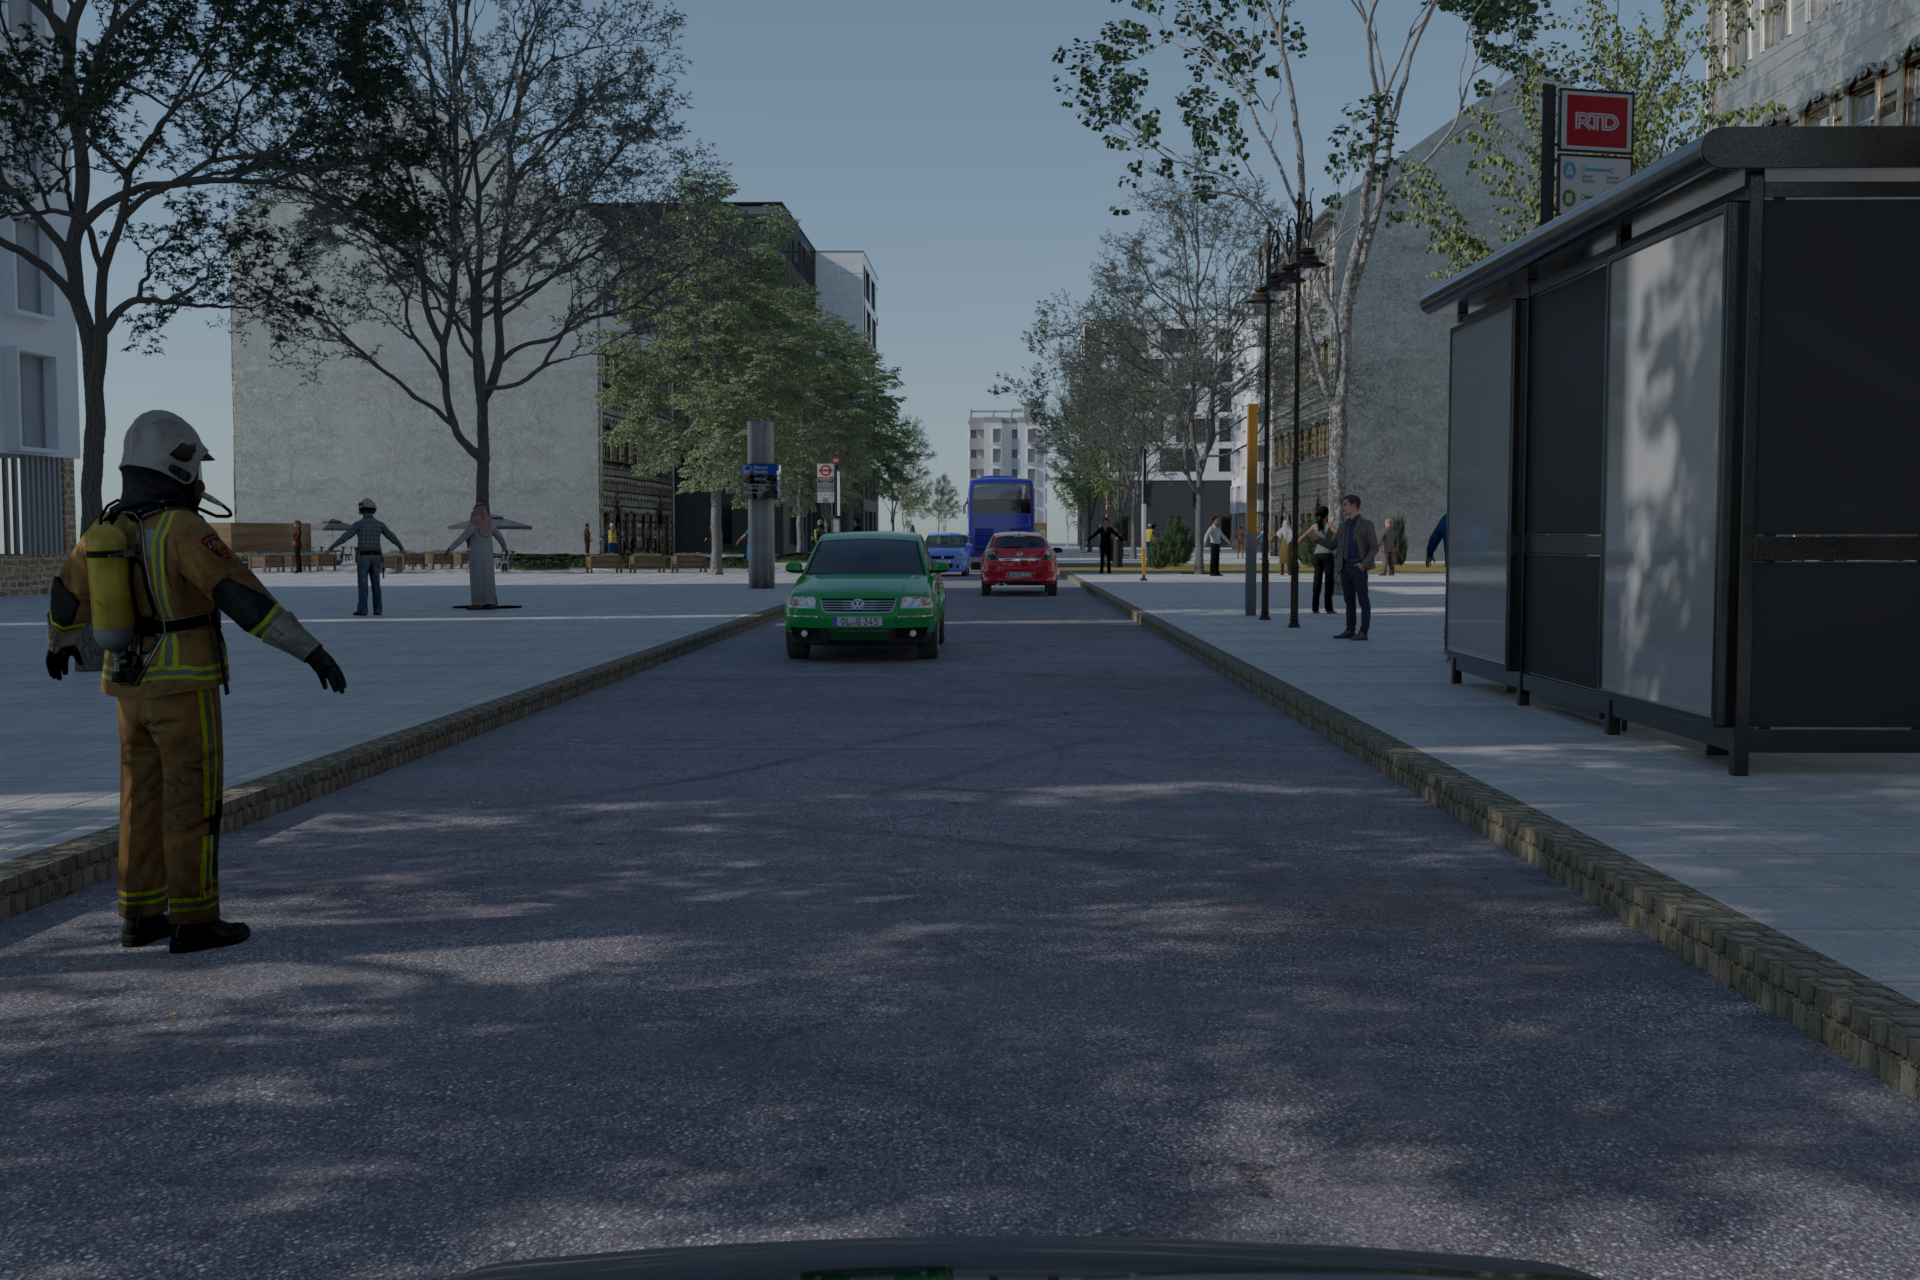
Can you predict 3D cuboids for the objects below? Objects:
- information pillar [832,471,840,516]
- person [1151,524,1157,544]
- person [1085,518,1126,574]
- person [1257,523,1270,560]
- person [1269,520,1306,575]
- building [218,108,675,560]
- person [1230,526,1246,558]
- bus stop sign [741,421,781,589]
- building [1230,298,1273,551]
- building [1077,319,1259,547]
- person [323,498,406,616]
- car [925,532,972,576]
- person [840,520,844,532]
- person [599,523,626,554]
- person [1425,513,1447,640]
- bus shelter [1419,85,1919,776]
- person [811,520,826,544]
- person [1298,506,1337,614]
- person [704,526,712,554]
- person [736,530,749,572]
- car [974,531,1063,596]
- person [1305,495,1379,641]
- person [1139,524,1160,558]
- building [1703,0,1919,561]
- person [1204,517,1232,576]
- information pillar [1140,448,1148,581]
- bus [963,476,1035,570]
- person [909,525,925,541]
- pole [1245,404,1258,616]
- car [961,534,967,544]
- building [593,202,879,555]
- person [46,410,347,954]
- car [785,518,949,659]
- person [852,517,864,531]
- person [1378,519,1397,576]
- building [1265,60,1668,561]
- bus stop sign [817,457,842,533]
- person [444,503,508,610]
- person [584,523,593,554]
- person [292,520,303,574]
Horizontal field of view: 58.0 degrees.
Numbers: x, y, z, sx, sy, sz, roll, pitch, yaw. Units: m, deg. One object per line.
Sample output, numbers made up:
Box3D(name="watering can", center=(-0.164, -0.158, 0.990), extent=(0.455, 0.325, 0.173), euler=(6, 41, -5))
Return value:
Box3D(name="information pillar", center=(-4.631, -4.485, 64.640), extent=(0.184, 3.620, 1.656), euler=(0, 4, 1))
Box3D(name="person", center=(10.501, -5.336, 93.387), extent=(0.704, 1.843, 1.345), euler=(1, 4, 11))
Box3D(name="person", center=(4.723, -3.062, 56.256), extent=(1.347, 1.806, 0.705), euler=(0, 4, 8))
Box3D(name="person", center=(14.994, -4.872, 85.519), extent=(0.705, 1.847, 1.347), euler=(-1, 4, -22))
Box3D(name="person", center=(10.239, -2.901, 54.204), extent=(1.217, 1.736, 0.721), euler=(2, 4, 32))
Box3D(name="building", center=(-26.792, -16.149, 94.971), extent=(19.493, 23.208, 18.063), euler=(0, 4, 2))
Box3D(name="person", center=(14.909, -5.203, 91.873), extent=(1.217, 1.733, 0.721), euler=(2, 4, 26))
Box3D(name="bus stop sign", center=(-4.667, -3.159, 40.672), extent=(0.837, 3.901, 0.837), euler=(0, 4, 0))
Box3D(name="building", center=(27.122, -17.320, 139.604), extent=(16.016, 20.090, 11.380), euler=(0, 4, 1))
Box3D(name="building", center=(26.139, -20.620, 181.103), extent=(27.936, 21.610, 32.646), euler=(0, 4, 1))
Box3D(name="person", center=(-9.356, -1.316, 27.354), extent=(1.345, 1.849, 0.704), euler=(-3, 5, -43))
Box3D(name="car", center=(-0.531, -3.089, 60.100), extent=(1.945, 1.707, 3.694), euler=(0, 4, 2))
Box3D(name="person", center=(-4.292, -3.355, 61.078), extent=(0.704, 1.802, 1.346), euler=(0, 4, 7))
Box3D(name="person", center=(-15.691, -4.390, 78.240), extent=(1.216, 1.772, 0.721), euler=(-1, 4, -20))
Box3D(name="person", center=(5.489, -0.796, 18.902), extent=(0.705, 1.842, 1.347), euler=(-2, 4, -25))
Box3D(name="bus shelter", center=(4.981, -2.179, 13.258), extent=(2.179, 5.291, 8.768), euler=(0, 4, 1))
Box3D(name="person", center=(-5.577, -3.898, 69.505), extent=(0.705, 1.856, 1.354), euler=(-3, 5, -44))
Box3D(name="person", center=(5.912, -1.296, 27.997), extent=(1.217, 1.737, 0.721), euler=(3, 4, 36))
Box3D(name="person", center=(-12.142, -4.749, 84.373), extent=(0.721, 1.740, 1.216), euler=(1, 4, 17))
Box3D(name="person", center=(-7.014, -3.207, 58.560), extent=(1.347, 1.817, 0.704), euler=(2, 4, 35))
Box3D(name="car", center=(1.413, -1.999, 41.720), extent=(2.155, 1.783, 4.494), euler=(0, 4, 1))
Box3D(name="person", center=(4.623, -0.881, 20.982), extent=(0.750, 1.759, 0.617), euler=(-1, 4, -16))
Box3D(name="person", center=(10.012, -5.213, 91.205), extent=(1.349, 1.833, 0.705), euler=(2, 4, 32))
Box3D(name="building", center=(27.566, -12.414, 33.906), extent=(19.493, 23.208, 18.063), euler=(0, 4, 1))
Box3D(name="person", center=(7.823, -2.860, 52.914), extent=(0.704, 1.810, 1.344), euler=(3, 5, 45))
Box3D(name="information pillar", center=(5.057, -3.441, 47.610), extent=(0.183, 3.616, 0.504), euler=(0, 4, 1))
Box3D(name="bus", center=(1.576, -4.917, 71.934), extent=(2.896, 3.916, 12.251), euler=(0, 3, 0))
Box3D(name="person", center=(-1.922, -3.709, 69.234), extent=(1.348, 1.813, 0.705), euler=(-1, 4, -13))
Box3D(name="pole", center=(4.576, -2.039, 27.184), extent=(0.158, 3.312, 0.155), euler=(0, 3, 0))
Box3D(name="car", center=(-0.209, -5.169, 94.307), extent=(2.009, 1.686, 4.222), euler=(0, 4, 1))
Box3D(name="building", center=(-20.956, -17.086, 123.338), extent=(27.936, 21.610, 32.646), euler=(0, 4, 2))
Box3D(name="person", center=(-2.737, 0.134, 6.030), extent=(1.354, 1.858, 0.705), euler=(2, 4, 23))
Box3D(name="car", center=(-1.098, -0.765, 21.302), extent=(1.959, 1.807, 4.718), euler=(0, 4, 1))
Box3D(name="person", center=(-3.416, -3.130, 57.103), extent=(0.705, 1.837, 1.347), euler=(2, 4, 33))
Box3D(name="person", center=(13.132, -2.861, 53.379), extent=(0.990, 1.755, 0.434), euler=(-3, 4, -37))
Box3D(name="building", center=(26.922, -15.838, 89.877), extent=(19.493, 23.208, 18.063), euler=(0, 4, 1))
Box3D(name="bus stop sign", center=(-4.499, -4.354, 59.896), extent=(0.855, 3.939, 0.416), euler=(0, 4, 1))
Box3D(name="person", center=(-8.132, -1.417, 29.322), extent=(0.704, 1.811, 1.347), euler=(2, 4, 34))
Box3D(name="person", center=(-18.036, -4.762, 83.990), extent=(0.704, 1.812, 1.346), euler=(-1, 4, -21))
Box3D(name="person", center=(-21.614, -3.029, 56.328), extent=(0.721, 1.729, 1.215), euler=(-1, 4, -19))
